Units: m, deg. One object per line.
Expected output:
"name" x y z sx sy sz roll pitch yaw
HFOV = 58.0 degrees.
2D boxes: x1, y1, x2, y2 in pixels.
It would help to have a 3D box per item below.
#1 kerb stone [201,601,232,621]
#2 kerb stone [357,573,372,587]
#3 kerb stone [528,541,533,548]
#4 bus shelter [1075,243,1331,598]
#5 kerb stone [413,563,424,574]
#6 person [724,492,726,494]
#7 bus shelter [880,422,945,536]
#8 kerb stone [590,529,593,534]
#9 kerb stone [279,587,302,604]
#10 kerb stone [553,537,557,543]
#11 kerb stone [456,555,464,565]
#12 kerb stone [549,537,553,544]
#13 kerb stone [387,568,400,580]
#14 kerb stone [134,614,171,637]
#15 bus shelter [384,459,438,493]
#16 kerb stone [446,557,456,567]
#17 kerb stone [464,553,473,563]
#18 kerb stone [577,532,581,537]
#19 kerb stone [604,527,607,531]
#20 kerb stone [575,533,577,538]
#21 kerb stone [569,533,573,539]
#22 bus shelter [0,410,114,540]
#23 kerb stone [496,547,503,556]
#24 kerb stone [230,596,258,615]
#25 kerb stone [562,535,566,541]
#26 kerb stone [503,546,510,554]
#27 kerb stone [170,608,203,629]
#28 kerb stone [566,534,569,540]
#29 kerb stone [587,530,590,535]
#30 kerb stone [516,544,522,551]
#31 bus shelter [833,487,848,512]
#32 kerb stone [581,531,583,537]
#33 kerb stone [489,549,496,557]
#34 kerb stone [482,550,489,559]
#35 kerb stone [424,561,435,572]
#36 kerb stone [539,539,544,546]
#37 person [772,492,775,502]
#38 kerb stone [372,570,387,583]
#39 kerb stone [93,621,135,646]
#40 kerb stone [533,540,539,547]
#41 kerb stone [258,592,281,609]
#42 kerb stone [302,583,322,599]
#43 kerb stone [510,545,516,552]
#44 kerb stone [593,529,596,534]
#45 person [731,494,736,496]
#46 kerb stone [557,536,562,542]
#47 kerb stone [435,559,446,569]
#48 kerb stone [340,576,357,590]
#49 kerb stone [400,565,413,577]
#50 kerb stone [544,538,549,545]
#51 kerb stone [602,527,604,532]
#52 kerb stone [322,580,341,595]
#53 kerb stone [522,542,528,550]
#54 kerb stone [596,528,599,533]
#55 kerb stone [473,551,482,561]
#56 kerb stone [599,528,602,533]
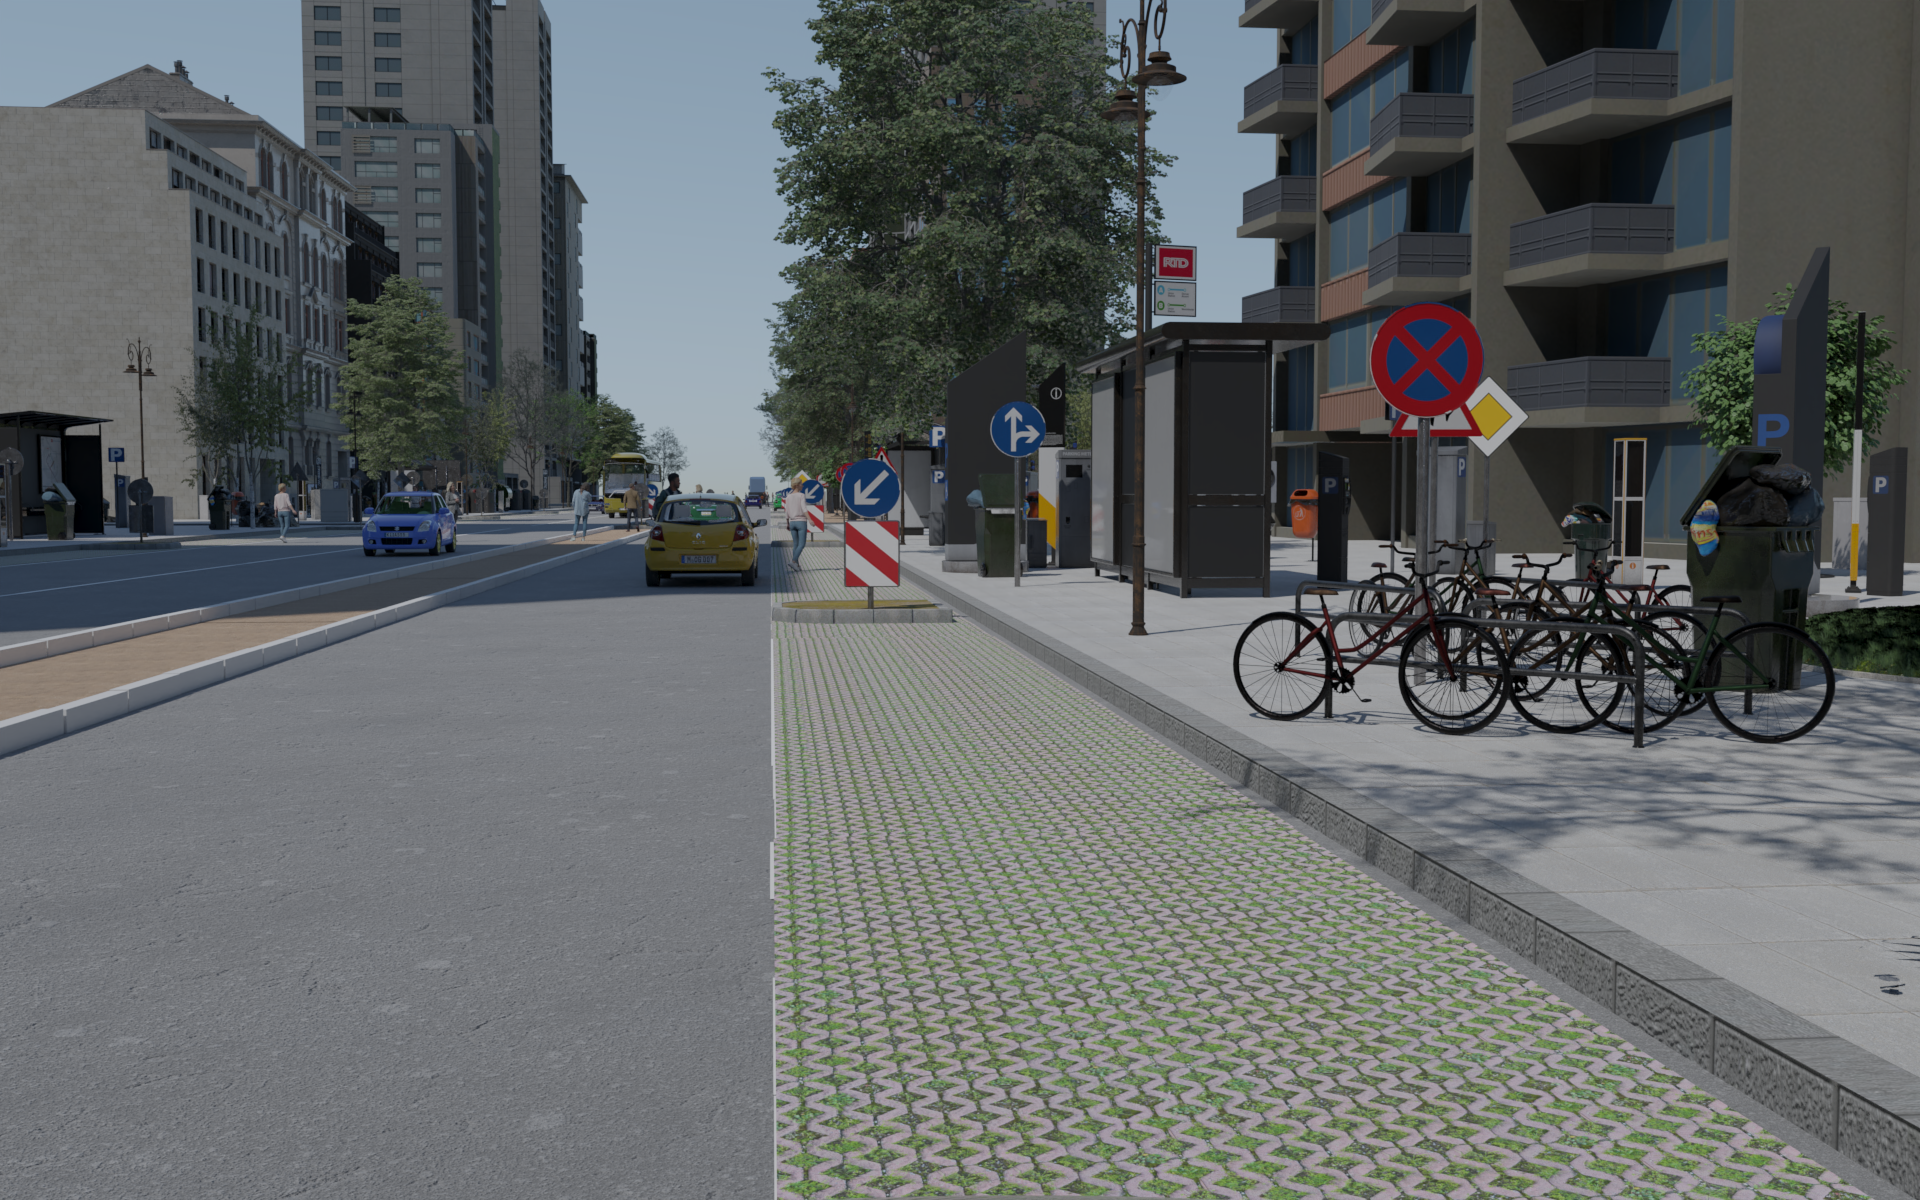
"kerb stone" -8.561 0.152 19.772 0.120 0.150 1.000 0 4 -6
"kerb stone" -9.347 -0.285 26.896 0.120 0.150 1.000 0 4 -6
"kerb stone" -11.349 -1.412 45.285 0.120 0.150 1.000 0 4 -6
"bus shelter" 3.040 -2.924 25.433 2.179 5.291 8.768 0 4 -6
"kerb stone" -9.791 -0.537 30.983 0.120 0.150 1.000 0 4 -6
"person" -39.455 -17.210 290.593 1.217 1.736 0.721 1 4 10
"bus shelter" -1.244 -3.491 51.007 2.014 3.302 5.546 0 4 -6
"kerb stone" -13.028 -2.348 60.586 0.120 0.150 1.000 0 4 -6
"kerb stone" -8.904 -0.039 22.825 0.120 0.150 1.000 0 4 -6
"kerb stone" -11.917 -1.724 50.381 0.120 0.150 1.000 0 4 -6
"kerb stone" -10.240 -0.788 35.074 0.120 0.150 1.000 0 4 -6
"kerb stone" -11.800 -1.662 49.365 0.120 0.150 1.000 0 4 -6
"kerb stone" -9.569 -0.410 28.940 0.120 0.150 1.000 0 4 -6
"kerb stone" -8.339 0.274 17.722 0.120 0.150 1.000 0 4 -6
"bus shelter" -31.760 -6.501 100.221 2.014 3.302 5.546 0 4 -6
"kerb stone" -10.119 -0.723 34.058 0.120 0.150 1.000 0 4 -6
"kerb stone" -10.349 -0.850 36.090 0.120 0.150 1.000 0 4 -6
"kerb stone" -12.579 -2.098 56.500 0.120 0.150 1.000 0 4 -6
"kerb stone" -13.588 -2.660 65.688 0.120 0.150 1.000 0 4 -6
"kerb stone" -12.469 -2.031 55.483 0.120 0.150 1.000 0 4 -6
"kerb stone" -12.346 -1.970 54.448 0.120 0.150 1.000 0 4 -6
"bus shelter" -27.245 -3.692 51.652 1.731 3.624 6.357 0 4 -6
"kerb stone" -10.796 -1.099 40.172 0.120 0.150 1.000 0 4 -6
"kerb stone" -8.675 0.086 20.793 0.120 0.150 1.000 0 4 -6
"kerb stone" -12.135 -1.848 52.414 0.120 0.150 1.000 0 4 -6
"kerb stone" -10.908 -1.159 41.202 0.120 0.150 1.000 0 4 -6
"kerb stone" -8.451 0.213 18.748 0.120 0.150 1.000 0 4 -6
"kerb stone" -12.246 -1.910 53.431 0.120 0.150 1.000 0 4 -6
"kerb stone" -12.918 -2.285 59.561 0.120 0.150 1.000 0 4 -6
"kerb stone" -11.124 -1.286 43.238 0.120 0.150 1.000 0 4 -6
"bus shelter" -9.791 -9.993 141.019 2.179 5.291 8.768 0 4 -6
"kerb stone" -12.690 -2.160 57.519 0.120 0.150 1.000 0 4 -6
"kerb stone" -10.686 -1.037 39.156 0.120 0.150 1.000 0 4 -6
"kerb stone" -10.568 -0.974 38.133 0.120 0.150 1.000 0 4 -6
"kerb stone" -9.906 -0.600 32.002 0.120 0.150 1.000 0 4 -6
"kerb stone" -11.572 -1.538 47.334 0.120 0.150 1.000 0 4 -6
"person" -33.159 -18.244 307.500 0.721 1.736 1.217 1 4 19
"kerb stone" -9.449 -0.350 27.914 0.120 0.150 1.000 0 4 -6
"kerb stone" -8.226 0.336 16.705 0.120 0.150 1.000 0 4 -6
"kerb stone" -11.459 -1.475 46.318 0.120 0.150 1.000 0 4 -6
"kerb stone" -8.784 0.024 21.809 0.120 0.150 1.000 0 4 -6
"kerb stone" -9.010 -0.101 23.842 0.120 0.150 1.000 0 4 -6
"kerb stone" -11.022 -1.225 42.218 0.120 0.150 1.000 0 4 -6
"kerb stone" -13.144 -2.411 61.613 0.120 0.150 1.000 0 4 -6
"person" -34.947 -15.731 266.529 1.217 1.723 0.721 -1 4 -18
"kerb stone" -12.019 -1.786 51.398 0.120 0.150 1.000 0 4 -6
"kerb stone" -10.010 -0.663 33.036 0.120 0.150 1.000 0 4 -6
"kerb stone" -9.232 -0.225 25.880 0.120 0.150 1.000 0 4 -6
"kerb stone" -9.674 -0.475 29.966 0.120 0.150 1.000 0 4 -6
"kerb stone" -11.683 -1.599 48.350 0.120 0.150 1.000 0 4 -6
"kerb stone" -13.480 -2.598 64.670 0.120 0.150 1.000 0 4 -6
"kerb stone" -9.115 -0.163 24.862 0.120 0.150 1.000 0 4 -6
"kerb stone" -11.241 -1.343 44.254 0.120 0.150 1.000 0 4 -6
"kerb stone" -13.248 -2.473 62.631 0.120 0.150 1.000 0 4 -6
"kerb stone" -10.451 -0.911 37.112 0.120 0.150 1.000 0 4 -6
"kerb stone" -13.354 -2.536 63.656 0.120 0.150 1.000 0 4 -6
